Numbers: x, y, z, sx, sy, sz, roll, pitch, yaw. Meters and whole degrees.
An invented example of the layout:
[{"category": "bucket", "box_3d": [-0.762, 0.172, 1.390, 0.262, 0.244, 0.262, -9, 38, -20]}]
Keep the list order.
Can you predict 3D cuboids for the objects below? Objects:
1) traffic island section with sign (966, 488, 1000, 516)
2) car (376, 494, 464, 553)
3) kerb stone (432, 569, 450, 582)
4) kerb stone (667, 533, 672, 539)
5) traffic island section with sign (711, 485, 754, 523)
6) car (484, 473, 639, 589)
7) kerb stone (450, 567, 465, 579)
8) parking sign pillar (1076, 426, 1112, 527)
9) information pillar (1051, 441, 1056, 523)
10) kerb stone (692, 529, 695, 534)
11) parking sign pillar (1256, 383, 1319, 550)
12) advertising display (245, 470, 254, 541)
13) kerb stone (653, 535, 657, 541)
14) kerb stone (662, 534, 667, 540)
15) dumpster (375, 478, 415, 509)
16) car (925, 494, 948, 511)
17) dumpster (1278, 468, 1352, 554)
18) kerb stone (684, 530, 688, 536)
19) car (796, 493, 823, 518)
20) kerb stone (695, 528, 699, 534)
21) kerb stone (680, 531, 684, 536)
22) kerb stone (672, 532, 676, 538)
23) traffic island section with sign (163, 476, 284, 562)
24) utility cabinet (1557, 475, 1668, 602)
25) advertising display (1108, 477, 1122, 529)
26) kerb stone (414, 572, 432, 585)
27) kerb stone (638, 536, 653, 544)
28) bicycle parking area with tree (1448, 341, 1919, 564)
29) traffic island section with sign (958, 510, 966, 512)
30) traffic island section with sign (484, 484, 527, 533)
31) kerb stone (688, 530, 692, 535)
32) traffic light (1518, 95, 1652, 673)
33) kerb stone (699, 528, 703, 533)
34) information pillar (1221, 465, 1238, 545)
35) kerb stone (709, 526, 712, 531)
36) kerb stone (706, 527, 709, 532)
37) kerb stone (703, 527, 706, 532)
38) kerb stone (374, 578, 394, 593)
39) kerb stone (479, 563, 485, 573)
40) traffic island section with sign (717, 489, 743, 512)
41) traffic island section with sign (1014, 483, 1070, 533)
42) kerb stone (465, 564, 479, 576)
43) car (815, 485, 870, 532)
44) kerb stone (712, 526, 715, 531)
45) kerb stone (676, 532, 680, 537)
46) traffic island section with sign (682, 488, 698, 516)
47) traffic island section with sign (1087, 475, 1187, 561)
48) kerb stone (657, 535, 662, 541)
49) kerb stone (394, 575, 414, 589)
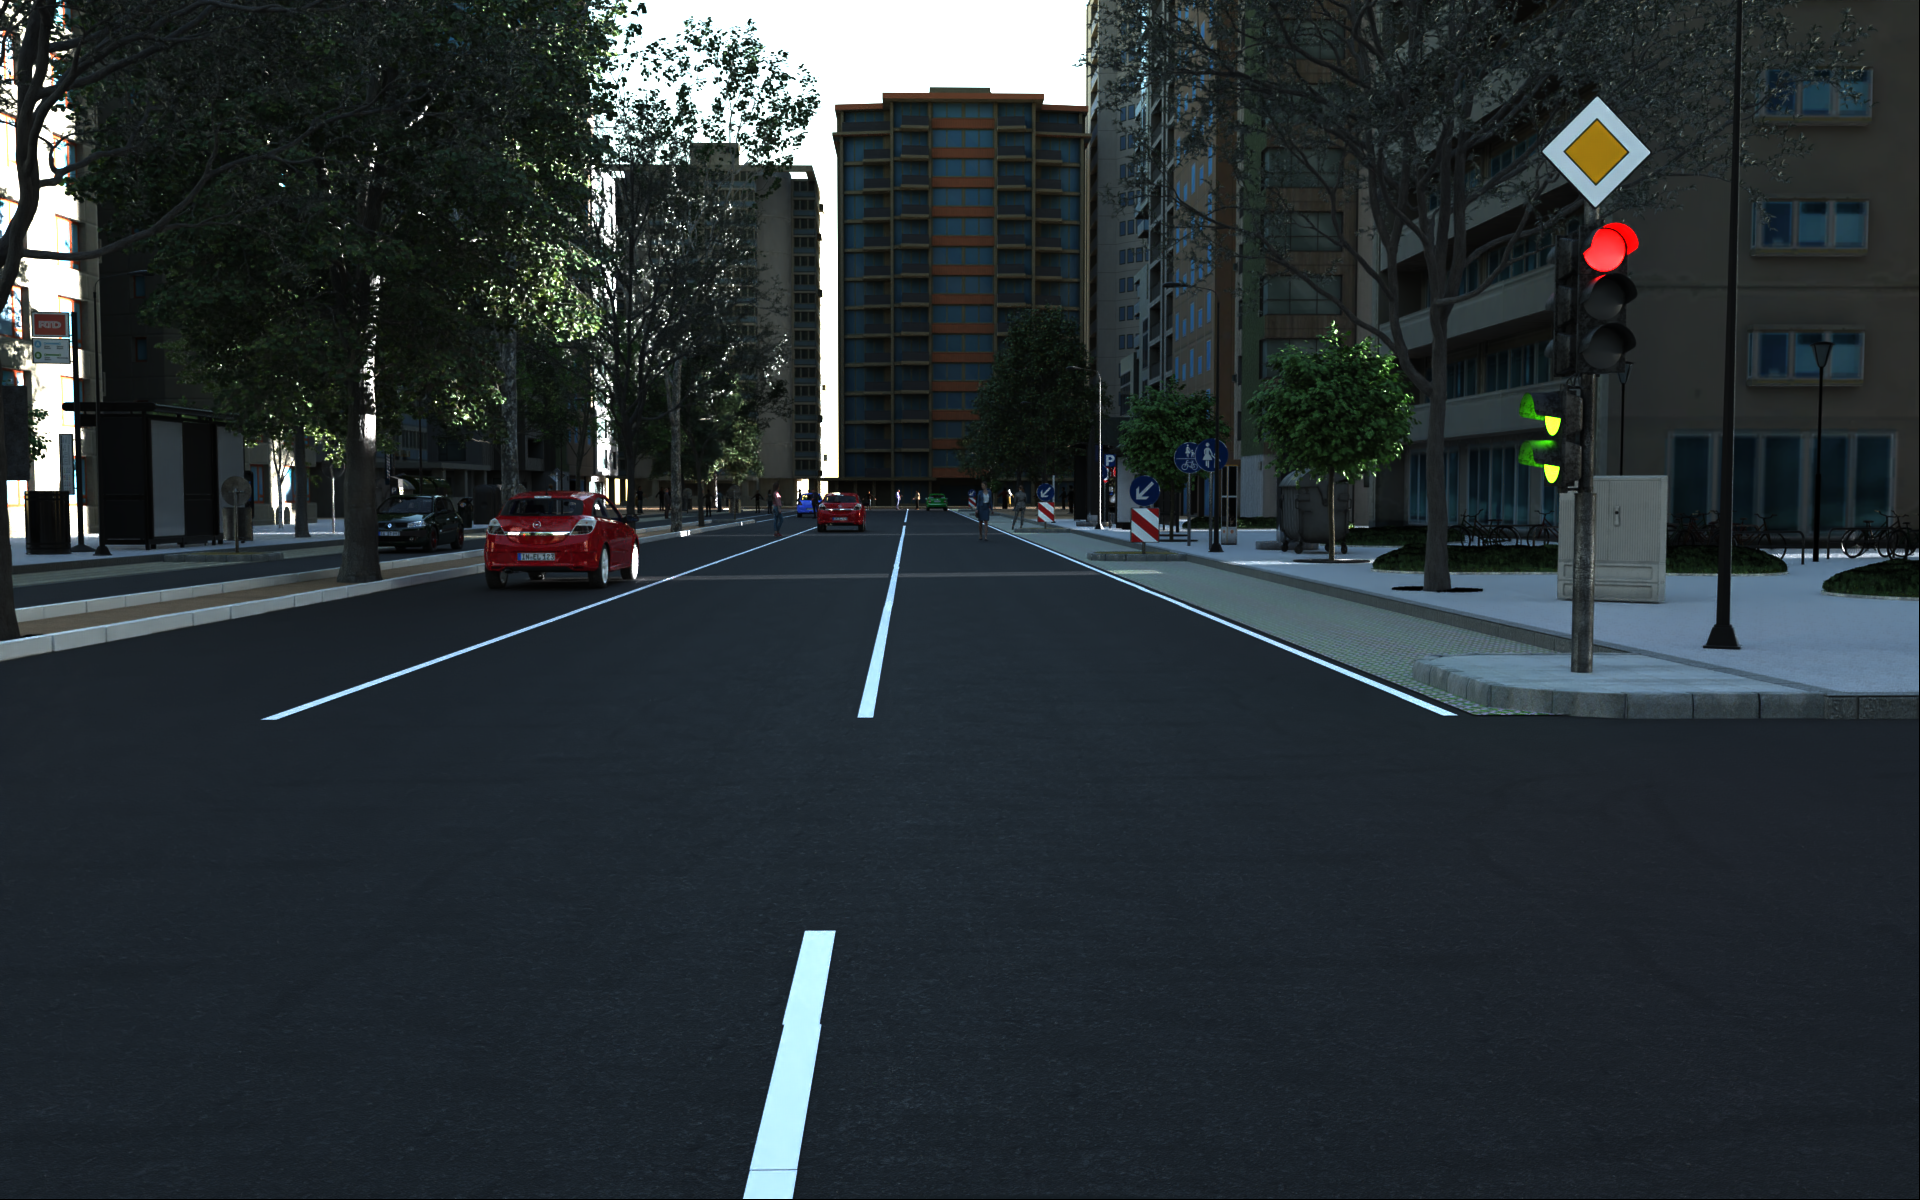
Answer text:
[{"category": "traffic island section with sign", "box_3d": [1.619, -6.481, 114.597, 1.989, 1.847, 2.006, 0, 4, -2]}, {"category": "car", "box_3d": [-13.777, -2.070, 43.635, 2.009, 1.686, 4.222, 0, 4, -2]}, {"category": "kerb stone", "box_3d": [-8.658, -0.390, 28.573, 0.120, 0.150, 1.000, 0, 4, -2]}, {"category": "kerb stone", "box_3d": [-9.408, -2.022, 55.260, 0.120, 0.150, 1.000, 0, 4, -2]}, {"category": "traffic island section with sign", "box_3d": [-11.360, -4.815, 86.869, 2.006, 1.907, 1.989, 0, 4, -2]}, {"category": "car", "box_3d": [-6.303, -1.144, 27.752, 2.155, 1.783, 4.494, 0, 4, -1]}, {"category": "kerb stone", "box_3d": [-8.695, -0.453, 29.599, 0.120, 0.150, 1.000, 0, 4, -2]}, {"category": "parking sign pillar", "box_3d": [5.340, -4.914, 68.811, 1.447, 3.967, 1.447, 0, 4, -2]}, {"category": "information pillar", "box_3d": [4.173, -5.243, 77.081, 0.183, 3.616, 0.504, 0, 4, 5]}, {"category": "kerb stone", "box_3d": [-9.593, -2.398, 61.406, 0.120, 0.150, 1.000, 0, 4, -2]}, {"category": "parking sign pillar", "box_3d": [7.592, -3.156, 40.080, 1.447, 3.967, 1.447, 0, 4, 6]}, {"category": "advertising display", "box_3d": [-19.746, -2.567, 47.192, 0.974, 1.923, 0.123, 0, 4, -2]}, {"category": "kerb stone", "box_3d": [-9.330, -1.830, 52.176, 0.120, 0.150, 1.000, 0, 4, -2]}, {"category": "kerb stone", "box_3d": [-9.390, -1.956, 54.223, 0.120, 0.150, 1.000, 0, 4, -2]}, {"category": "dumpster", "box_3d": [-20.405, -3.448, 62.127, 1.264, 1.857, 1.865, 0, 4, -2]}, {"category": "car", "box_3d": [-1.999, -8.525, 148.175, 1.959, 1.807, 4.718, 0, 4, -2]}, {"category": "dumpster", "box_3d": [7.734, -1.953, 37.698, 1.264, 1.857, 1.865, 0, 4, -2]}, {"category": "kerb stone", "box_3d": [-9.542, -2.273, 59.362, 0.120, 0.150, 1.000, 0, 4, -2]}, {"category": "car", "box_3d": [-9.199, -5.968, 107.173, 1.945, 1.707, 3.694, 0, 4, -3]}, {"category": "kerb stone", "box_3d": [-9.622, -2.461, 62.427, 0.120, 0.150, 1.000, 0, 4, -2]}, {"category": "kerb stone", "box_3d": [-9.505, -2.211, 58.338, 0.120, 0.150, 1.000, 0, 4, -2]}, {"category": "kerb stone", "box_3d": [-9.447, -2.085, 56.281, 0.120, 0.150, 1.000, 0, 4, -2]}, {"category": "traffic island section with sign", "box_3d": [-15.721, -1.748, 37.211, 1.989, 1.847, 2.006, 0, 4, -2]}, {"category": "utility cabinet", "box_3d": [7.756, -0.730, 20.618, 1.173, 1.500, 0.318, 3, 4, 37]}, {"category": "advertising display", "box_3d": [5.997, -3.624, 64.472, 0.974, 1.923, 0.123, 1, 4, 23]}, {"category": "kerb stone", "box_3d": [-8.636, -0.327, 27.551, 0.120, 0.150, 1.000, 0, 4, -2]}, {"category": "kerb stone", "box_3d": [-9.292, -1.768, 51.151, 0.120, 0.150, 1.000, 0, 4, -2]}, {"category": "bicycle parking area with tree", "box_3d": [15.141, -2.944, 35.136, 9.016, 4.147, 8.231, 0, 4, -8]}, {"category": "traffic island section with sign", "box_3d": [0.853, -8.129, 141.542, 1.989, 1.847, 2.006, 0, 4, -2]}, {"category": "traffic island section with sign", "box_3d": [-16.487, -3.409, 64.366, 1.989, 1.847, 2.006, 0, 4, -2]}, {"category": "kerb stone", "box_3d": [-9.559, -2.336, 60.384, 0.120, 0.150, 1.000, 0, 4, -2]}, {"category": "traffic light", "box_3d": [4.464, -1.434, 12.373, 0.839, 4.253, 0.868, 0, 4, -2]}, {"category": "kerb stone", "box_3d": [-9.644, -2.524, 63.455, 0.120, 0.150, 1.000, 0, 4, -2]}, {"category": "information pillar", "box_3d": [6.793, -2.397, 43.688, 0.304, 2.012, 0.304, -1, 4, -23]}, {"category": "kerb stone", "box_3d": [-9.741, -2.710, 66.531, 0.120, 0.150, 1.000, 0, 4, -2]}, {"category": "kerb stone", "box_3d": [-9.712, -2.647, 65.502, 0.120, 0.150, 1.000, 0, 4, -2]}, {"category": "kerb stone", "box_3d": [-9.683, -2.586, 64.476, 0.120, 0.150, 1.000, 0, 4, -2]}, {"category": "kerb stone", "box_3d": [-8.580, -0.194, 25.505, 0.120, 0.150, 1.000, 0, 4, -2]}, {"category": "kerb stone", "box_3d": [-8.752, -0.579, 31.655, 0.120, 0.150, 1.000, 0, 4, -2]}, {"category": "traffic island section with sign", "box_3d": [-18.645, -8.072, 140.605, 1.989, 1.847, 2.006, 0, 4, -2]}, {"category": "traffic island section with sign", "box_3d": [3.029, -3.420, 64.545, 1.989, 1.847, 2.006, 0, 4, -2]}, {"category": "kerb stone", "box_3d": [-8.728, -0.508, 30.624, 0.120, 0.150, 1.000, 0, 4, -2]}, {"category": "car", "box_3d": [-4.563, -3.544, 66.977, 2.155, 1.783, 4.494, 0, 4, -2]}, {"category": "kerb stone", "box_3d": [-9.761, -2.772, 67.564, 0.120, 0.150, 1.000, 0, 4, -2]}, {"category": "kerb stone", "box_3d": [-9.483, -2.148, 57.307, 0.120, 0.150, 1.000, 0, 4, -2]}, {"category": "traffic island section with sign", "box_3d": [-17.876, -6.424, 113.661, 1.989, 1.847, 2.006, 0, 4, -2]}, {"category": "traffic island section with sign", "box_3d": [3.798, -1.772, 37.601, 1.989, 1.847, 2.006, 0, 4, -2]}, {"category": "kerb stone", "box_3d": [-9.358, -1.896, 53.198, 0.120, 0.150, 1.000, 0, 4, -2]}, {"category": "kerb stone", "box_3d": [-8.608, -0.262, 26.529, 0.120, 0.150, 1.000, 0, 4, -2]}]
